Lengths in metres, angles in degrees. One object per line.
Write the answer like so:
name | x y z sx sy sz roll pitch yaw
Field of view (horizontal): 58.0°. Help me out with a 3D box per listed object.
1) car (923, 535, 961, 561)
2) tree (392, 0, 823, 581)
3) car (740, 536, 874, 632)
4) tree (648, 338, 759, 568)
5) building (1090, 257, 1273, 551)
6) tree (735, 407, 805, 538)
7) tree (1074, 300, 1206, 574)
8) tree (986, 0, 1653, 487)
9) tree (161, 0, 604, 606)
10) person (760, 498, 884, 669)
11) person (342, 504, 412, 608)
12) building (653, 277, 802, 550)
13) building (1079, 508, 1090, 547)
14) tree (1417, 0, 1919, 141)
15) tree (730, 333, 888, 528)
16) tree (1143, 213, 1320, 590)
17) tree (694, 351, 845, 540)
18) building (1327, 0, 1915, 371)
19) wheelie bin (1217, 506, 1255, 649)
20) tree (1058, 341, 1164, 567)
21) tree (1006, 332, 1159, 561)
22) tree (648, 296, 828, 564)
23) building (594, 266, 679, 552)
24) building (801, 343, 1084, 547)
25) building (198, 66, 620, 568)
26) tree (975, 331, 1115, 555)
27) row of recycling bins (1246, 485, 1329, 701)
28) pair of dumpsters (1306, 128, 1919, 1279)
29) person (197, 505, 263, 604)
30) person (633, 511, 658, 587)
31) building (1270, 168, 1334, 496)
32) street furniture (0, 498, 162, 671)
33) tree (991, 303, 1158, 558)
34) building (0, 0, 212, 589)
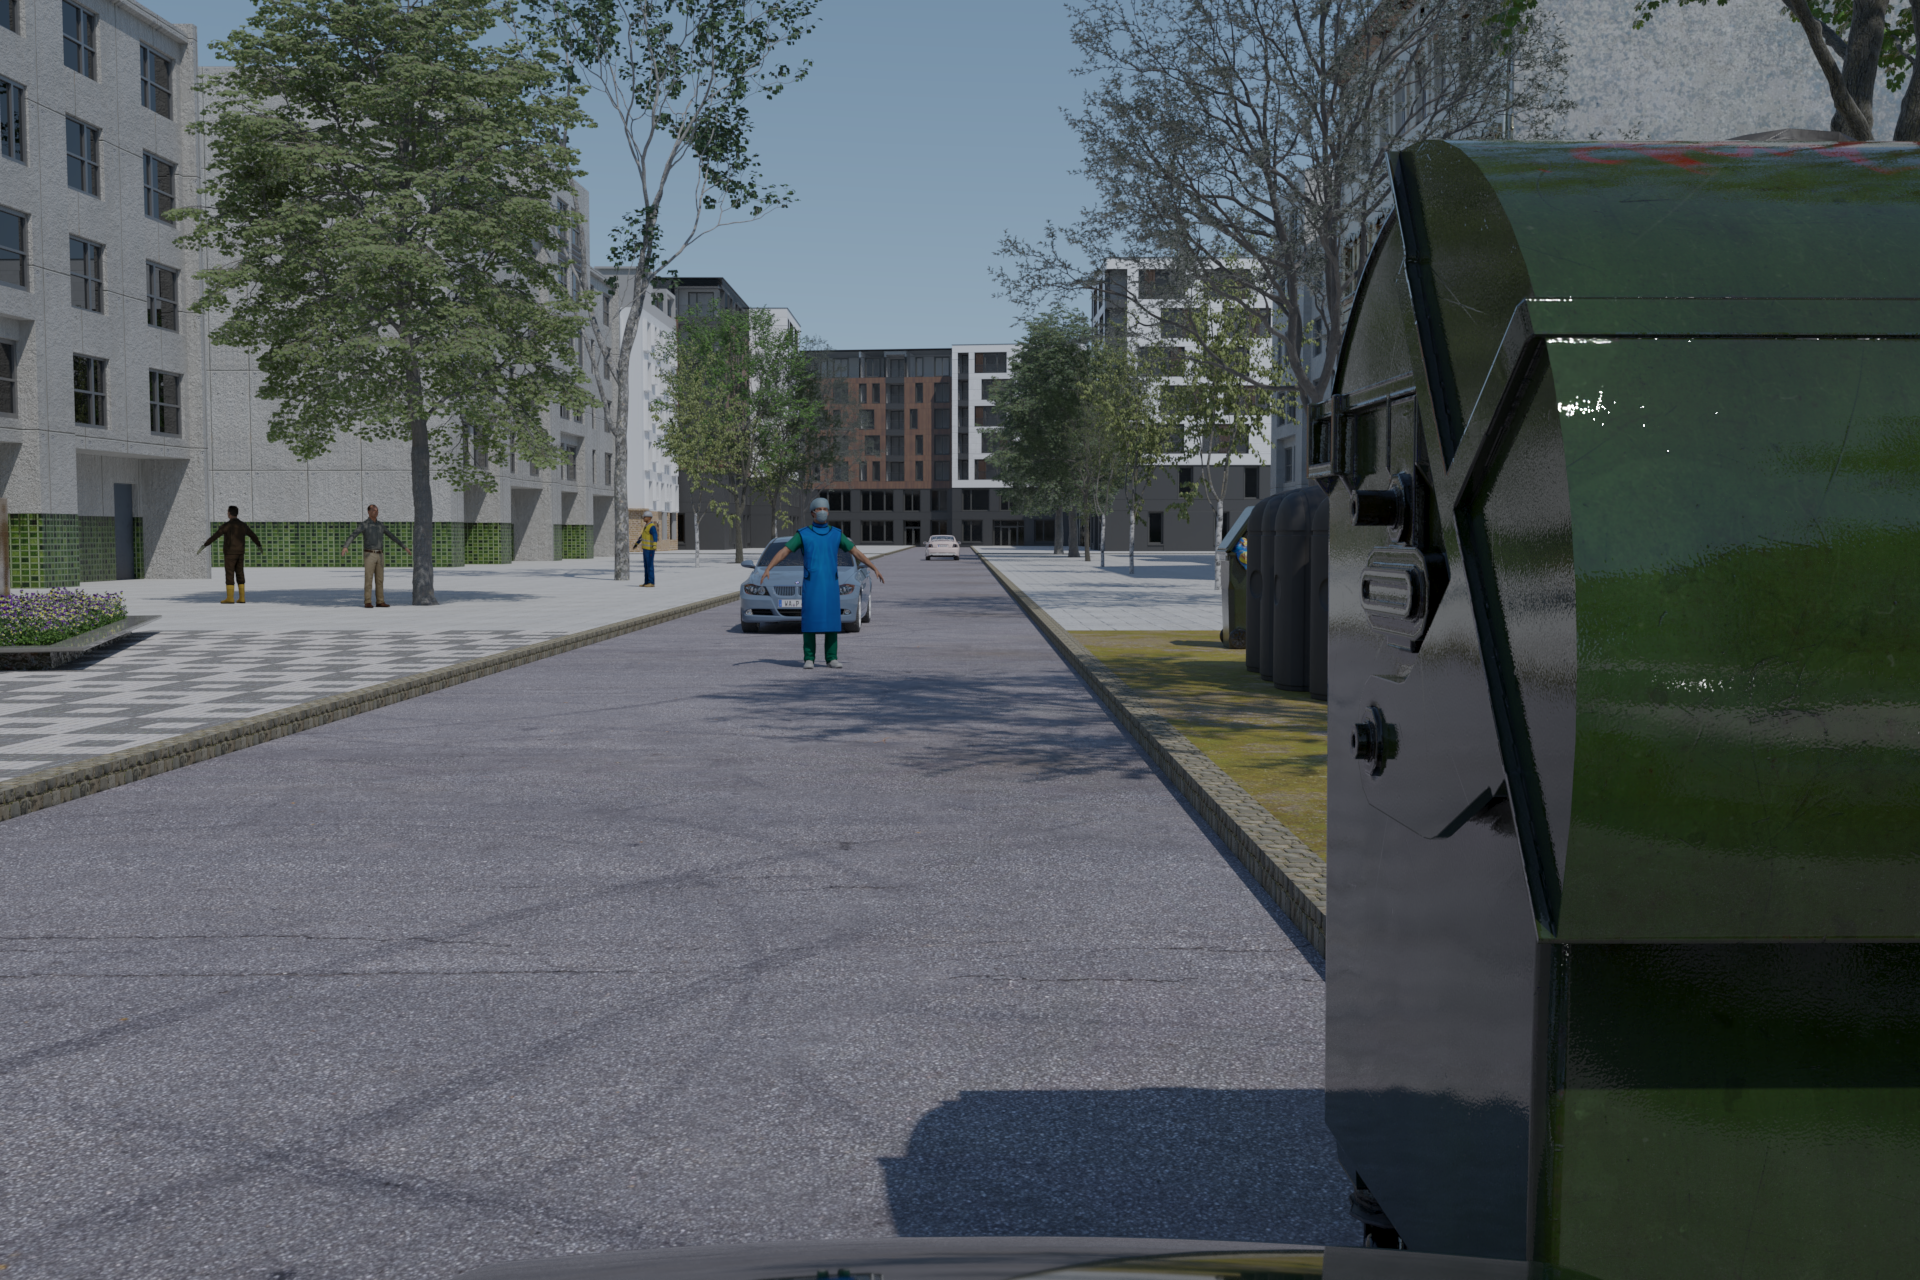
car | -0.979 -5.060 95.095 2.083 1.381 4.827 0 4 -1
tree | -10.022 -11.790 48.650 12.611 20.169 13.585 0 3 0
car | -2.312 -0.901 26.740 2.014 1.417 4.499 0 3 0
tree | -9.835 -7.020 65.133 4.737 8.622 4.395 0 3 0
building | 24.621 -18.367 144.280 27.936 21.610 32.646 0 4 0
tree | -10.099 -8.749 93.414 4.737 8.622 4.395 0 3 0
tree | 5.758 -6.429 55.478 4.737 8.622 4.395 0 3 0
tree | 6.035 -7.253 28.961 12.009 13.543 11.850 0 3 0
tree | -10.001 -6.878 30.582 7.486 12.596 7.792 0 3 0
person | -1.480 -0.605 18.473 1.347 1.817 0.704 -1 4 -17
person | -10.182 -1.459 30.125 0.705 1.796 1.348 3 4 39
building | -29.452 -18.971 154.146 27.936 21.610 32.646 0 4 0
building | 21.902 -20.957 173.583 19.493 23.208 18.063 0 4 0
tree | 4.650 -5.064 8.545 9.928 11.665 9.643 0 3 0
tree | -9.459 -11.930 105.427 12.009 13.543 11.850 0 3 0
tree | 6.034 -5.458 39.599 4.737 8.622 4.395 0 3 0
tree | -9.325 -9.189 84.654 8.767 10.594 7.601 1 4 13
building | 21.587 -13.258 47.705 19.493 23.208 18.063 0 4 0
wheelie bin | 3.279 -0.711 19.537 0.693 1.594 0.980 0 4 -1
tree | 5.392 -7.128 66.899 4.360 8.622 3.978 0 3 0
tree | 5.647 -8.949 80.728 7.601 10.594 8.767 -1 4 -16
tree | -9.587 -9.136 75.129 9.928 11.665 9.643 0 3 0
building | -27.221 -16.344 123.646 16.016 20.090 11.380 0 4 0
building | -0.967 -21.592 199.466 32.646 21.610 27.936 1 4 9
building | -27.620 -13.158 81.596 16.747 18.905 31.486 0 4 1
tree | 6.058 -12.295 107.681 9.857 13.997 8.962 0 3 0
row of recycling bins | 3.099 -0.467 14.750 1.069 1.692 3.534 0 4 -1
pair of dumpsters | 2.803 0.141 2.652 4.436 2.255 1.574 0 4 -1
person | -13.387 -1.575 31.896 0.704 1.812 1.346 2 4 33
person | -7.551 -2.193 41.821 0.705 1.833 1.349 -2 4 -32
building | 25.021 -12.864 76.792 16.747 18.905 31.486 0 3 0
street furniture | -11.789 -0.645 17.395 11.010 1.723 9.812 -1 4 -19
tree | 6.227 -11.485 94.434 9.857 13.997 8.962 0 3 0
building | -29.938 -10.209 33.382 16.747 18.905 31.486 0 4 0
